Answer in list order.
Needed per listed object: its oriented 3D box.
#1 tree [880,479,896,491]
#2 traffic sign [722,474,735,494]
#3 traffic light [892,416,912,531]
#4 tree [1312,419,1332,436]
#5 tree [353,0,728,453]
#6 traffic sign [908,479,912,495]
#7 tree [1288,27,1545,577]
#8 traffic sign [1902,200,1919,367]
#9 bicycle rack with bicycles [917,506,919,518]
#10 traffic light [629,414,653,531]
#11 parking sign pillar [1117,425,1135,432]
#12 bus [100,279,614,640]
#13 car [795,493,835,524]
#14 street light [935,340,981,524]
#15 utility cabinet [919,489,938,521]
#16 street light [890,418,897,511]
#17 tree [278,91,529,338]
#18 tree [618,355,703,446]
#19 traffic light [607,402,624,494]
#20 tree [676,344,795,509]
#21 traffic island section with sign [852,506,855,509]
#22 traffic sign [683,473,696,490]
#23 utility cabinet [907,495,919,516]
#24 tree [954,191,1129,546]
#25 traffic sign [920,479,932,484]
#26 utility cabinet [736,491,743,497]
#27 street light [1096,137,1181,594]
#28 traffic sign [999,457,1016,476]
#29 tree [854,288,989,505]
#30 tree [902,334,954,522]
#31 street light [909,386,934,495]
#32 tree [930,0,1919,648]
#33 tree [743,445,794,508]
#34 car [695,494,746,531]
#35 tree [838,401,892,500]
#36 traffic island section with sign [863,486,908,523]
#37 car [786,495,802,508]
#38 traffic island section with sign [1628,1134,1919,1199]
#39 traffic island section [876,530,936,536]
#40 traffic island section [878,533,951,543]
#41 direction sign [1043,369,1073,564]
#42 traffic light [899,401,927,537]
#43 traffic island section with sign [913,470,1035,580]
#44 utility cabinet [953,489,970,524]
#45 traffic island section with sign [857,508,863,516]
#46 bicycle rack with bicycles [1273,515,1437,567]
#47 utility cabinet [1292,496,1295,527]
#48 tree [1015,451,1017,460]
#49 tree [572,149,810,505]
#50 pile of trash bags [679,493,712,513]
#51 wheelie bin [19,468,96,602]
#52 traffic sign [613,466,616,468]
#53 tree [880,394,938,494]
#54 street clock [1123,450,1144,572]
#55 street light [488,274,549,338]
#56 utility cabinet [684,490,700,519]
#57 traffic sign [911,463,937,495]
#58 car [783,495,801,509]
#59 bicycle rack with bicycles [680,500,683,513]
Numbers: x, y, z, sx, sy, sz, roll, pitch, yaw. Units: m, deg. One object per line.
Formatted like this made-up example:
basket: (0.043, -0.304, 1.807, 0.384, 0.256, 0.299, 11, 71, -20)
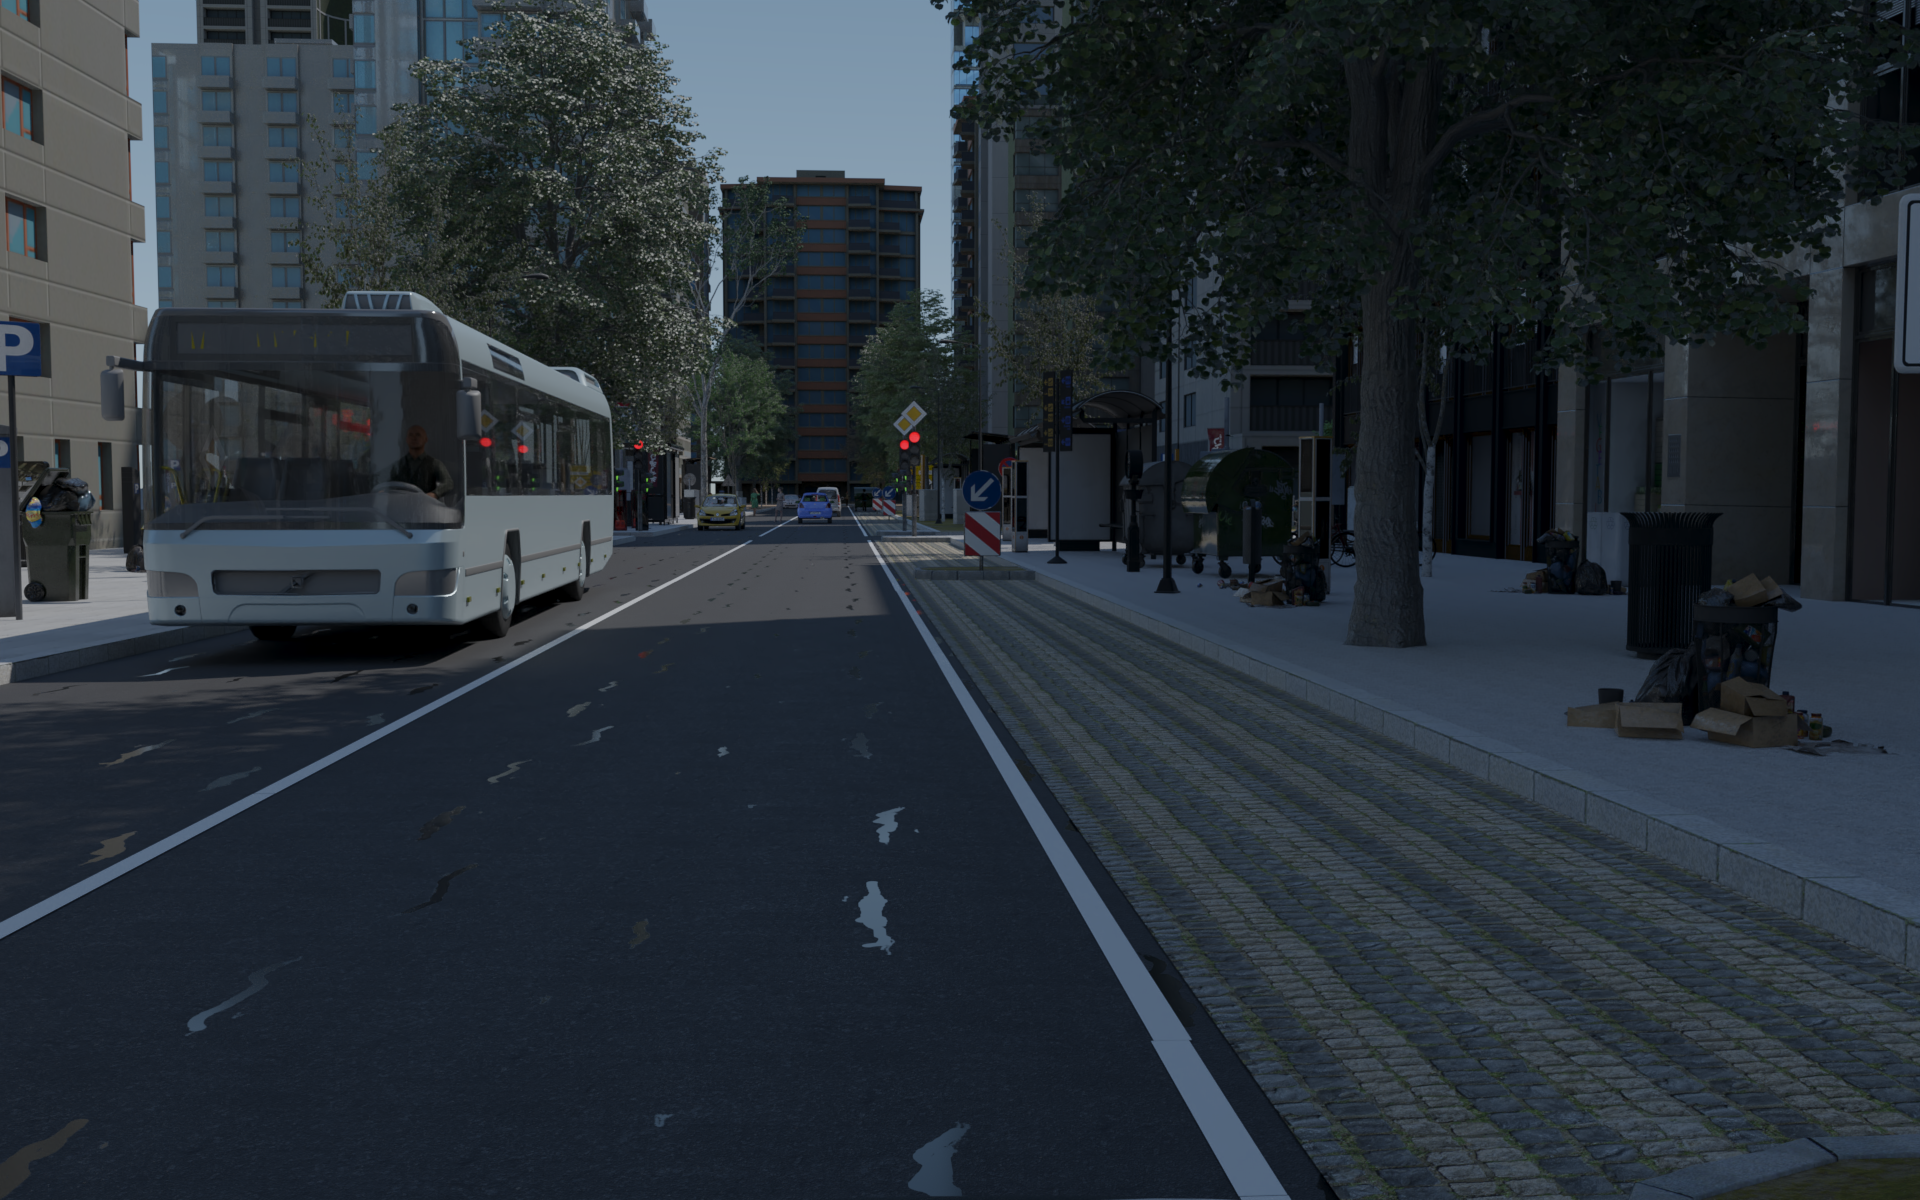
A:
tree: (-8.010, -11.997, 190.753, 1.663, 3.219, 1.824, 0, 3, 0)
traffic sign: (-15.097, -6.906, 112.922, 0.884, 2.594, 0.081, 0, 4, -2)
traffic light: (-1.949, -4.355, 60.130, 0.839, 4.253, 0.868, 0, 4, -4)
tree: (14.559, -5.002, 65.497, 4.285, 4.588, 4.351, 0, 3, 0)
tree: (-10.363, -8.375, 43.588, 9.857, 13.997, 8.962, 0, 3, 0)
traffic sign: (-3.180, -6.570, 107.529, 0.768, 2.556, 0.104, 0, 4, 3)
tree: (7.211, -4.677, 26.838, 4.360, 8.622, 3.978, 0, 3, 0)
traffic sign: (3.511, -0.235, 5.974, 0.606, 2.300, 0.079, 0, 4, 5)
bicycle rack with bicycles: (-1.107, -4.866, 92.947, 2.925, 0.926, 2.852, -2, 4, -32)
traffic light: (-10.988, -4.316, 59.495, 0.839, 4.253, 0.868, 0, 4, -4)
parking sign pillar: (5.180, -3.890, 52.076, 1.447, 3.967, 1.447, 2, 4, 29)
bus: (-6.003, -1.534, 19.946, 2.948, 3.499, 13.247, 0, 4, -5)
car: (-7.152, -4.635, 85.371, 1.945, 1.707, 3.694, 0, 4, -5)
street light: (0.062, -4.875, 52.251, 1.470, 5.913, 1.316, 0, 4, -4)
utility cabinet: (-1.469, -4.473, 81.815, 0.318, 1.500, 1.173, 2, 4, 32)
street light: (-3.555, -8.075, 104.567, 1.470, 5.913, 1.316, 0, 4, -4)
tree: (-10.568, -5.018, 32.407, 4.360, 8.622, 3.978, 0, 3, 0)
tree: (-14.054, -8.010, 81.326, 4.360, 8.622, 3.978, 0, 3, 0)
traffic light: (-10.440, -3.829, 51.528, 0.839, 4.253, 0.868, 0, 4, -4)
tree: (-15.854, -11.893, 120.214, 9.928, 11.665, 9.643, 0, 3, 0)
traffic island section with sign: (-8.885, -9.366, 161.763, 1.989, 1.847, 2.006, 0, 4, -4)
traffic sign: (-16.549, -6.479, 106.039, 0.768, 2.556, 0.104, 0, 4, -3)
utility cabinet: (-2.740, -5.489, 100.902, 0.306, 1.237, 1.020, -2, 4, -35)
tree: (2.343, -5.609, 42.067, 4.360, 8.622, 3.978, 0, 3, 0)
traffic sign: (-2.138, -6.646, 109.852, 0.795, 2.450, 0.064, 0, 4, 2)
utility cabinet: (-16.878, -7.535, 131.880, 0.318, 1.500, 1.173, 1, 4, 10)
street light: (2.152, -3.042, 22.285, 1.470, 5.913, 1.316, 0, 4, -4)
traffic sign: (1.722, -3.667, 60.060, 0.768, 2.556, 0.104, 0, 4, 4)
tree: (-2.296, -10.888, 96.139, 7.486, 12.596, 7.792, 0, 3, 0)
tree: (-0.539, -7.965, 80.585, 4.360, 8.622, 3.978, 0, 3, 0)
street light: (-1.460, -6.242, 74.601, 1.470, 5.913, 1.316, 0, 4, -4)
tree: (3.745, -6.586, 14.343, 9.857, 13.997, 8.962, 0, 3, 0)
tree: (-21.799, -15.042, 196.294, 4.737, 8.622, 4.395, 0, 3, 0)
car: (-9.540, -3.613, 69.289, 2.015, 1.641, 3.980, 0, 4, -3)
tree: (-9.059, -18.286, 209.338, 12.009, 13.543, 11.850, 0, 3, 0)
traffic island section with sign: (-3.596, -4.658, 84.788, 1.989, 1.847, 2.006, 0, 4, -4)
car: (-16.879, -10.039, 176.720, 1.945, 1.354, 3.894, 0, 4, -4)
traffic island section with sign: (2.068, 0.379, 2.436, 1.989, 1.847, 2.006, 0, 4, -4)
traffic island section: (-1.908, -2.322, 60.247, 2.009, 0.180, 2.903, 0, 4, -4)
traffic island section: (-1.360, -1.835, 52.281, 2.009, 0.180, 2.903, 0, 4, -4)
direction sign: (1.795, -2.440, 31.895, 0.379, 3.537, 0.876, -2, 4, -33)
traffic light: (-1.401, -3.868, 52.164, 0.839, 4.253, 0.868, 0, 4, -4)
traffic island section with sign: (0.205, -1.281, 29.567, 1.989, 1.847, 2.006, 0, 4, -4)
utility cabinet: (0.299, -3.921, 72.791, 1.173, 1.500, 0.318, -2, 4, -31)
traffic island section with sign: (-5.481, -6.332, 112.157, 1.989, 1.847, 2.006, 0, 4, -4)
bicycle rack with bicycles: (7.058, -1.085, 31.119, 2.925, 0.926, 2.852, 1, 4, 9)
utility cabinet: (12.776, -3.498, 68.352, 0.306, 1.237, 1.020, -2, 4, -25)
tree: (2.913, -7.578, 107.612, 4.285, 4.588, 4.351, 0, 3, 0)
tree: (-15.461, -14.613, 94.803, 12.611, 20.169, 13.585, 0, 3, 0)
pile of trash bags: (-18.230, -6.705, 119.384, 3.447, 1.369, 1.912, 3, 5, 39)
wheelie bin: (-10.858, -0.794, 20.888, 0.693, 1.594, 0.980, 0, 4, -6)
traffic sign: (-13.478, -4.038, 66.132, 0.768, 2.556, 0.104, 0, 4, 0)
tree: (-3.574, -10.171, 116.662, 4.737, 8.622, 4.395, 0, 3, 0)
street clock: (2.857, -1.464, 28.504, 0.358, 2.002, 0.471, 0, 4, -6)
street light: (-9.362, -3.919, 36.610, 1.470, 5.913, 1.316, 0, 4, -4)
utility cabinet: (-13.717, -4.893, 88.676, 0.318, 1.500, 1.173, -2, 4, -34)
traffic sign: (-2.293, -7.119, 110.272, 2.265, 3.308, 0.079, 0, 4, 3)
car: (-16.592, -9.642, 170.016, 2.083, 1.381, 4.827, 0, 4, -4)
bicycle rack with bicycles: (-18.541, -6.270, 115.893, 2.925, 0.926, 2.852, 2, 4, 35)
